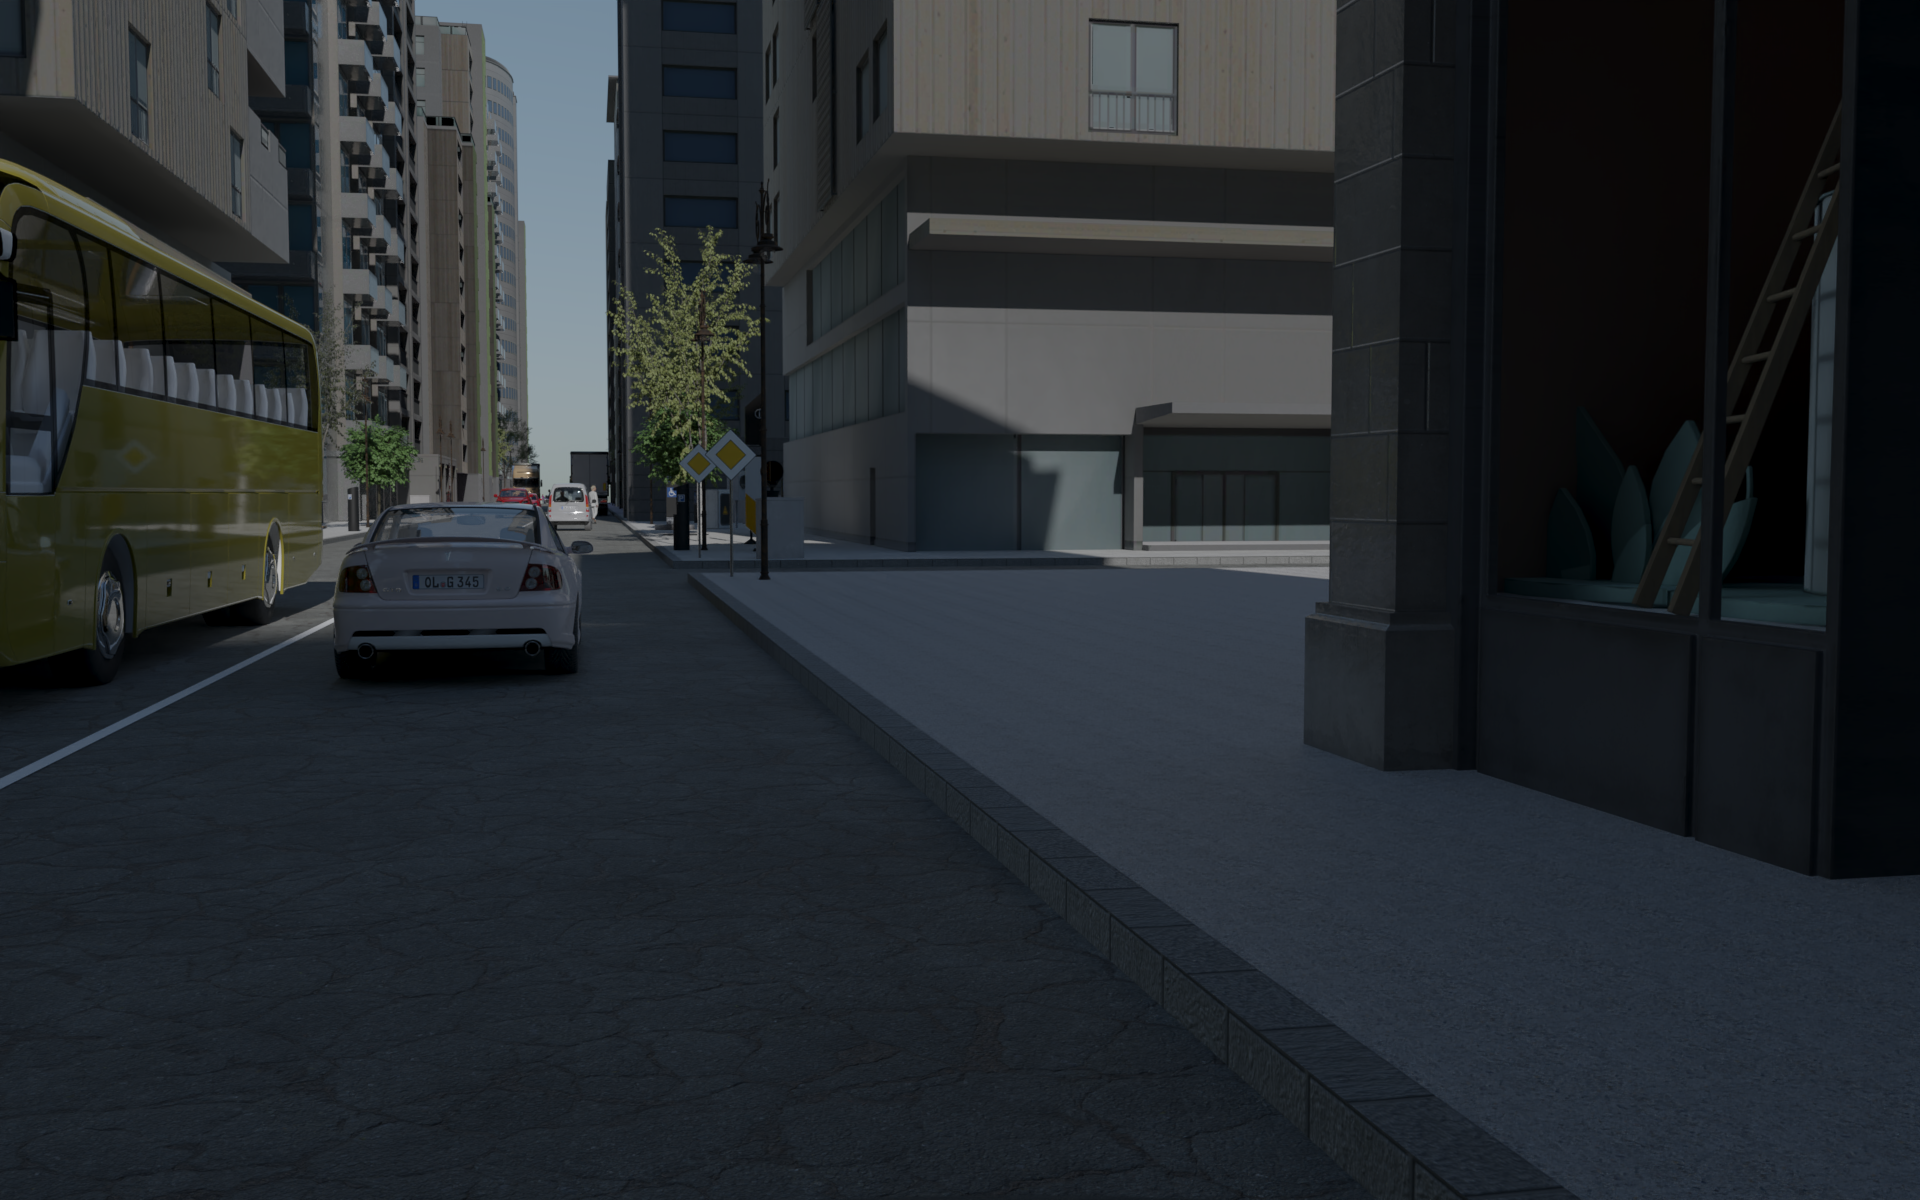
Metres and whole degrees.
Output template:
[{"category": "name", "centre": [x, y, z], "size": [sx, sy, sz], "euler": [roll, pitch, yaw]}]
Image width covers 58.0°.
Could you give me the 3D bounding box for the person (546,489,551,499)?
[{"category": "person", "centre": [-35.799, -8.705, 150.690], "size": [0.599, 1.838, 0.709], "euler": [-2, 4, -24]}]

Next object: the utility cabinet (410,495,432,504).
[{"category": "utility cabinet", "centre": [-26.890, -4.602, 86.411], "size": [1.020, 1.237, 0.306], "euler": [0, 4, 6]}]

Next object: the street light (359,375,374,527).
[{"category": "street light", "centre": [-22.761, -5.726, 66.412], "size": [0.468, 5.910, 1.993], "euler": [-1, 4, -12]}]

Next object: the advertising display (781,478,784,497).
[{"category": "advertising display", "centre": [-6.725, -3.931, 69.493], "size": [0.974, 1.923, 0.123], "euler": [-3, 4, -36]}]

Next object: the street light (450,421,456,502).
[{"category": "street light", "centre": [-31.556, -8.239, 107.502], "size": [0.468, 5.910, 1.993], "euler": [-1, 4, -12]}]

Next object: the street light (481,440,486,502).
[{"category": "street light", "centre": [-38.862, -10.304, 141.263], "size": [0.468, 5.910, 1.993], "euler": [-1, 4, -12]}]

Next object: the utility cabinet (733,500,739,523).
[{"category": "utility cabinet", "centre": [-9.843, -4.023, 76.944], "size": [1.020, 1.237, 0.306], "euler": [0, 4, -4]}]

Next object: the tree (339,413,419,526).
[{"category": "tree", "centre": [-23.737, -5.316, 70.629], "size": [4.285, 4.588, 4.351], "euler": [0, 3, 0]}]

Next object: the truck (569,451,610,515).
[{"category": "truck", "centre": [-25.412, -7.950, 118.892], "size": [2.839, 4.237, 11.283], "euler": [-1, 4, -12]}]

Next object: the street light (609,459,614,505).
[{"category": "street light", "centre": [-36.416, -12.834, 182.623], "size": [0.468, 5.910, 1.993], "euler": [-1, 4, -12]}]

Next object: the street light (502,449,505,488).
[{"category": "street light", "centre": [-46.043, -12.371, 175.050], "size": [0.468, 5.910, 1.993], "euler": [-1, 4, -12]}]

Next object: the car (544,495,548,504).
[{"category": "car", "centre": [-61.053, -14.997, 257.782], "size": [1.945, 1.354, 3.894], "euler": [-1, 4, -10]}]

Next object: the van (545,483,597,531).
[{"category": "van", "centre": [-15.446, -3.770, 68.652], "size": [2.013, 2.044, 4.112], "euler": [-1, 4, -11]}]

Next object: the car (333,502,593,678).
[{"category": "car", "centre": [-4.236, -0.161, 15.000], "size": [2.083, 1.381, 4.827], "euler": [-1, 4, -12]}]

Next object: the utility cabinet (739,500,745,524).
[{"category": "utility cabinet", "centre": [-9.122, -3.867, 74.383], "size": [0.306, 1.237, 1.020], "euler": [0, 4, 4]}]

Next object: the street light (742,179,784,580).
[{"category": "street light", "centre": [-2.930, -3.242, 25.792], "size": [0.468, 5.910, 1.993], "euler": [-1, 4, -12]}]

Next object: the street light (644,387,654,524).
[{"category": "street light", "centre": [-13.124, -6.162, 73.530], "size": [0.468, 5.910, 1.993], "euler": [-1, 4, -12]}]

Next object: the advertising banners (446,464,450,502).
[{"category": "advertising banners", "centre": [-28.767, -6.189, 97.375], "size": [0.090, 3.025, 2.074], "euler": [-1, 4, -10]}]

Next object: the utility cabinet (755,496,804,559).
[{"category": "utility cabinet", "centre": [-3.573, -1.420, 34.371], "size": [1.020, 1.237, 0.306], "euler": [-3, 5, -45]}]

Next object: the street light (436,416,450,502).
[{"category": "street light", "centre": [-30.228, -7.835, 100.891], "size": [0.468, 5.910, 1.993], "euler": [-1, 4, -12]}]

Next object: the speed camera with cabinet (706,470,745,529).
[{"category": "speed camera with cabinet", "centre": [-8.615, -4.273, 64.196], "size": [0.660, 3.252, 2.038], "euler": [2, 4, 27]}]

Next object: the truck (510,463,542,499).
[{"category": "truck", "centre": [-40.053, -10.468, 160.068], "size": [2.839, 4.237, 11.283], "euler": [-1, 4, -14]}]

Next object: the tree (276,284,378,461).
[{"category": "tree", "centre": [-22.788, -6.789, 61.364], "size": [4.360, 8.622, 3.978], "euler": [0, 3, 0]}]

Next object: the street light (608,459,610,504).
[{"category": "street light", "centre": [-39.357, -13.658, 196.094], "size": [0.468, 5.910, 1.993], "euler": [-1, 4, -12]}]

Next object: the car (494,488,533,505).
[{"category": "car", "centre": [-26.833, -5.843, 104.208], "size": [2.281, 1.827, 5.304], "euler": [-1, 4, -12]}]

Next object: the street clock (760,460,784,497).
[{"category": "street clock", "centre": [-4.052, -2.005, 37.358], "size": [0.471, 2.002, 0.358], "euler": [-1, 4, -19]}]

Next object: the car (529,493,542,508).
[{"category": "car", "centre": [-30.433, -6.893, 121.740], "size": [2.155, 1.783, 4.494], "euler": [-1, 4, -11]}]

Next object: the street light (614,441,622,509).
[{"category": "street light", "centre": [-29.248, -10.767, 148.833], "size": [0.468, 5.910, 1.993], "euler": [-1, 4, -12]}]

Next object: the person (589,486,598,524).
[{"category": "person", "centre": [-17.695, -4.598, 83.552], "size": [0.514, 1.842, 0.818], "euler": [1, 4, 13]}]

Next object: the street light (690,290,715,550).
[{"category": "street light", "centre": [-5.833, -4.070, 39.333], "size": [0.468, 5.910, 1.993], "euler": [-1, 4, -12]}]

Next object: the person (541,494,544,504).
[{"category": "person", "centre": [-57.837, -13.983, 240.337], "size": [0.599, 1.433, 0.991], "euler": [3, 5, 43]}]
